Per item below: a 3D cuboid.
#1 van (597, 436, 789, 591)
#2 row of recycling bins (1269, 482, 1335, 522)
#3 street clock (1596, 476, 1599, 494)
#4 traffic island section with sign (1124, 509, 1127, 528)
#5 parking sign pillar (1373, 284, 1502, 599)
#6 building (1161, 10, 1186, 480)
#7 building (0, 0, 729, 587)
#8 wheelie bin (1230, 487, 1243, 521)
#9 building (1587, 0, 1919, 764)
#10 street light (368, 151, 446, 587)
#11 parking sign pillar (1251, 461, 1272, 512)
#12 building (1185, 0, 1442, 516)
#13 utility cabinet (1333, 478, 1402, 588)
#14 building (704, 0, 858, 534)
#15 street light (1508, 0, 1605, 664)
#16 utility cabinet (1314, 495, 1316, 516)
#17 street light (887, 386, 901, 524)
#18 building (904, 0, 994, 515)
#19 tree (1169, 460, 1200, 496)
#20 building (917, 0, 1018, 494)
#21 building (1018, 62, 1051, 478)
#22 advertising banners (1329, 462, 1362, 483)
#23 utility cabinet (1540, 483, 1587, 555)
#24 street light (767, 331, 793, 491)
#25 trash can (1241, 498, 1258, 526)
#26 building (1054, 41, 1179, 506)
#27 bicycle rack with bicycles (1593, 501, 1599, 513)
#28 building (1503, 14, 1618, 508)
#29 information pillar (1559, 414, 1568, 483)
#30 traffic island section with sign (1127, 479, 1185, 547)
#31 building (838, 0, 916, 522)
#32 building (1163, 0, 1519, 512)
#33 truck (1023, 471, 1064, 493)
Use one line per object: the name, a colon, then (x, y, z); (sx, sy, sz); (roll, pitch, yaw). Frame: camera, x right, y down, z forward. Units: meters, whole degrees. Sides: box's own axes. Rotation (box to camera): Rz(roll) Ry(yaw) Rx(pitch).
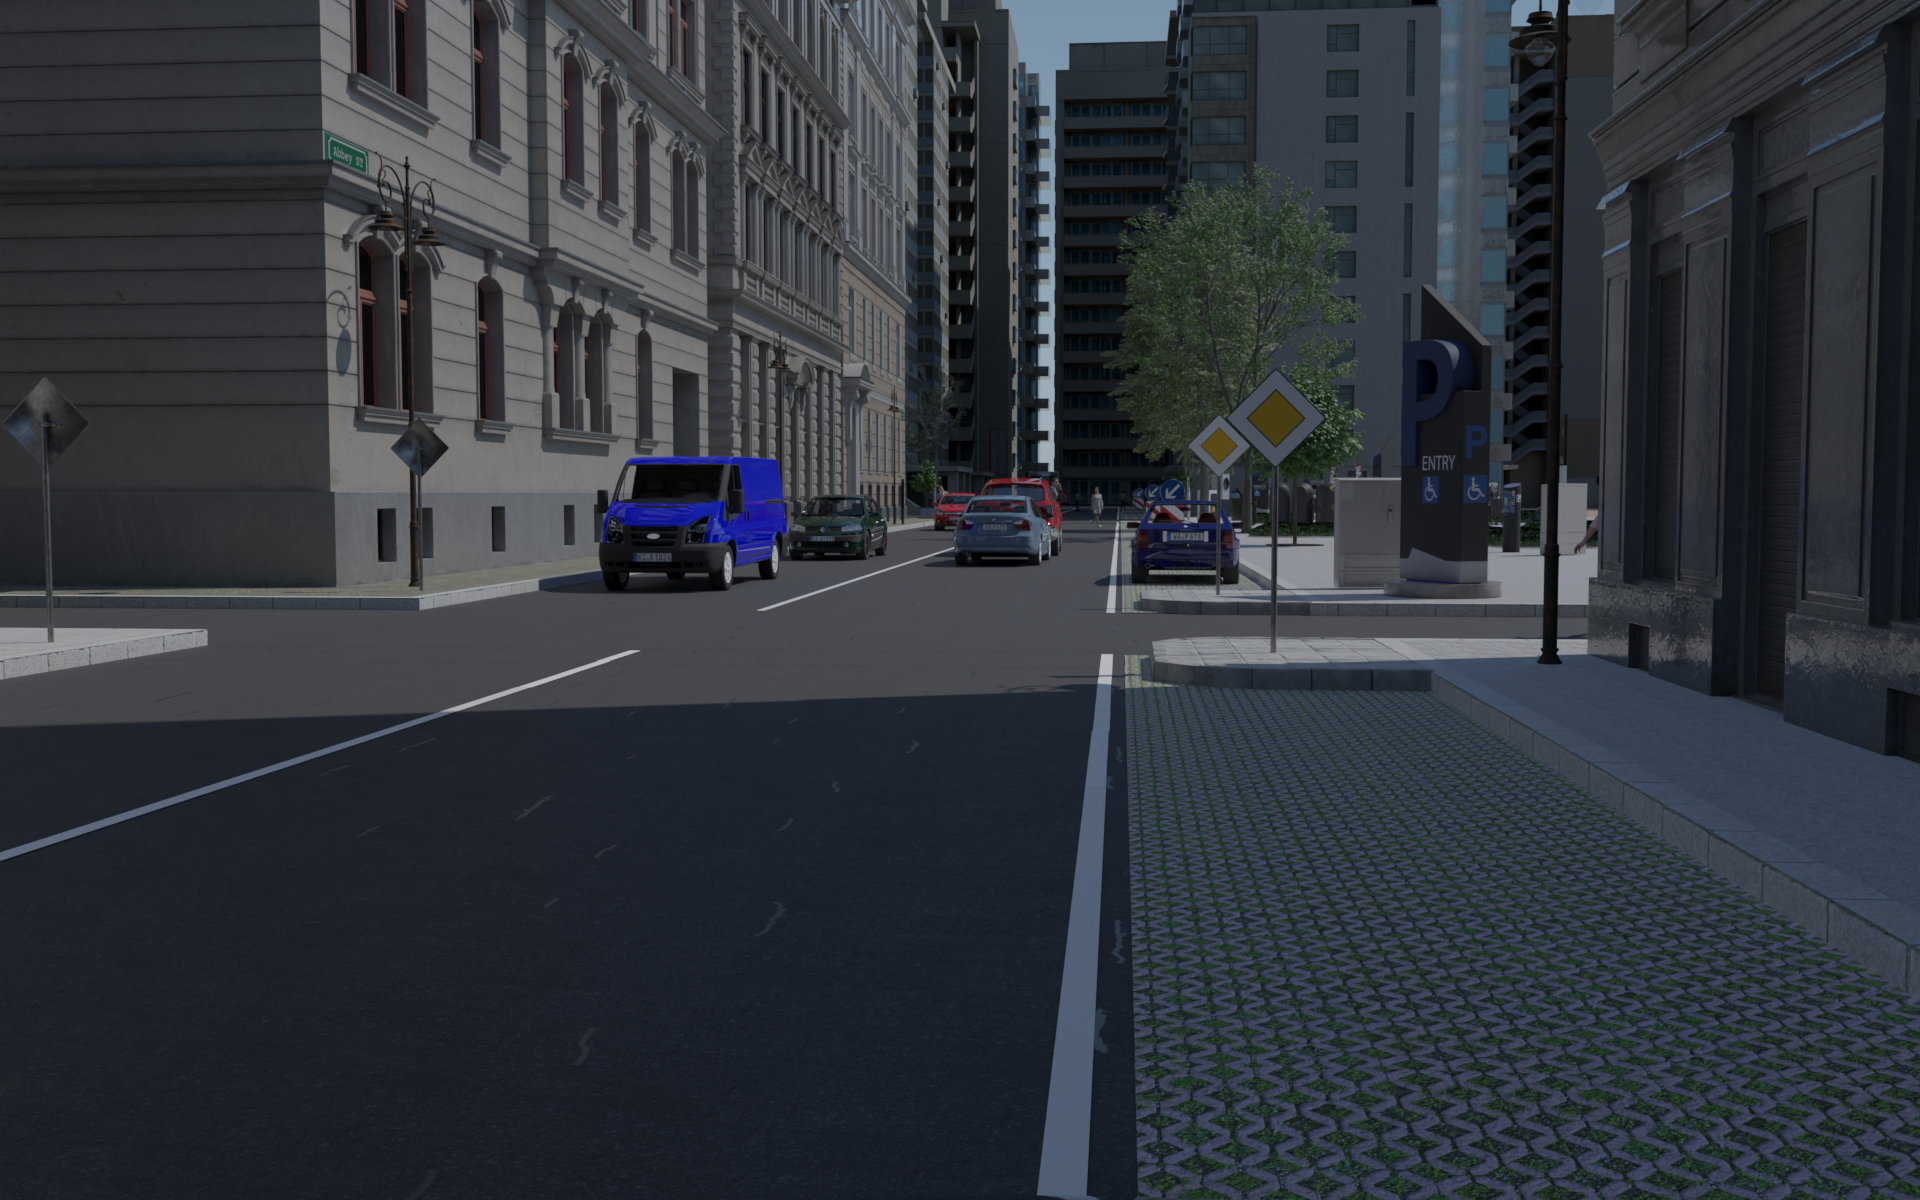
van: (-4.175, -1.416, 27.544); (2.240, 2.365, 5.245); (0, 4, 6)
row of recycling bins: (13.273, -3.518, 64.629); (3.534, 1.692, 1.069); (2, 4, 24)
street clock: (23.049, -3.519, 62.100); (0.471, 2.002, 0.358); (2, 4, 25)
traffic island section with sign: (8.071, -3.968, 73.510); (1.989, 1.847, 2.006); (0, 4, 5)
parking sign pillar: (6.084, -2.034, 21.733); (1.447, 3.967, 1.447); (-1, 4, -19)
building: (29.503, -30.689, 156.388); (22.147, 44.769, 28.867); (0, 4, 5)
building: (-13.736, -15.118, 34.562); (14.401, 28.519, 23.554); (0, 4, 5)
wheelie bin: (13.255, -4.589, 82.934); (0.693, 1.594, 0.980); (0, 4, 2)
building: (8.872, -9.468, 3.946); (9.793, 20.994, 18.267); (0, 4, 5)
street light: (-7.561, -3.123, 23.847); (0.468, 5.910, 1.993); (0, 4, 5)
parking sign pillar: (16.037, -6.388, 92.908); (1.447, 3.967, 1.447); (2, 4, 35)
building: (20.734, -20.381, 104.939); (14.160, 30.474, 14.107); (0, 4, 5)
utility cabinet: (5.693, -0.905, 23.480); (1.173, 1.500, 0.318); (0, 4, -1)
building: (-10.101, -13.929, 56.613); (11.050, 23.489, 19.941); (0, 4, 5)
street light: (4.466, -2.456, 12.944); (0.468, 5.910, 1.993); (0, 4, 5)
utility cabinet: (18.178, -4.760, 88.989); (1.020, 1.237, 0.306); (-3, 5, -45)
street light: (-2.808, -6.199, 74.146); (0.468, 5.910, 1.993); (0, 4, 5)
building: (-13.727, -27.205, 136.676); (32.217, 40.220, 23.993); (0, 4, 5)
tree: (12.524, -6.316, 97.872); (1.663, 3.219, 1.824); (0, 3, 0)
building: (-5.652, -32.976, 162.864); (21.600, 48.544, 21.300); (0, 4, 5)
building: (-5.117, -35.085, 193.246); (30.456, 49.044, 23.786); (0, 4, 5)
advertising banners: (19.449, -5.540, 86.774); (2.074, 3.025, 0.090); (1, 4, 10)
utility cabinet: (12.606, -1.683, 36.195); (1.173, 1.500, 0.318); (-3, 4, -36)
street light: (-5.104, -4.682, 49.336); (0.468, 5.910, 1.993); (0, 4, 5)
trash can: (11.606, -3.542, 69.566); (0.748, 1.137, 0.748); (0, 3, 0)
building: (21.297, -34.618, 189.701); (21.600, 48.544, 21.300); (0, 4, 5)
bicycle rack with bicycles: (30.533, -4.358, 84.636); (2.852, 0.926, 2.925); (1, 4, 15)
building: (55.888, -31.225, 160.647); (14.200, 45.320, 14.600); (0, 4, 5)
information pillar: (17.636, -3.626, 50.636); (0.183, 3.616, 0.504); (0, 4, 6)
traffic island section with sign: (5.570, -2.314, 46.470); (1.989, 1.847, 2.006); (0, 4, 5)
building: (-9.729, -17.773, 76.495); (13.634, 28.700, 20.117); (0, 4, 5)
building: (27.164, -31.017, 126.741); (23.786, 49.044, 30.456); (0, 4, 5)
truck: (7.299, -9.435, 150.179); (3.469, 3.379, 9.791); (0, 4, 3)
